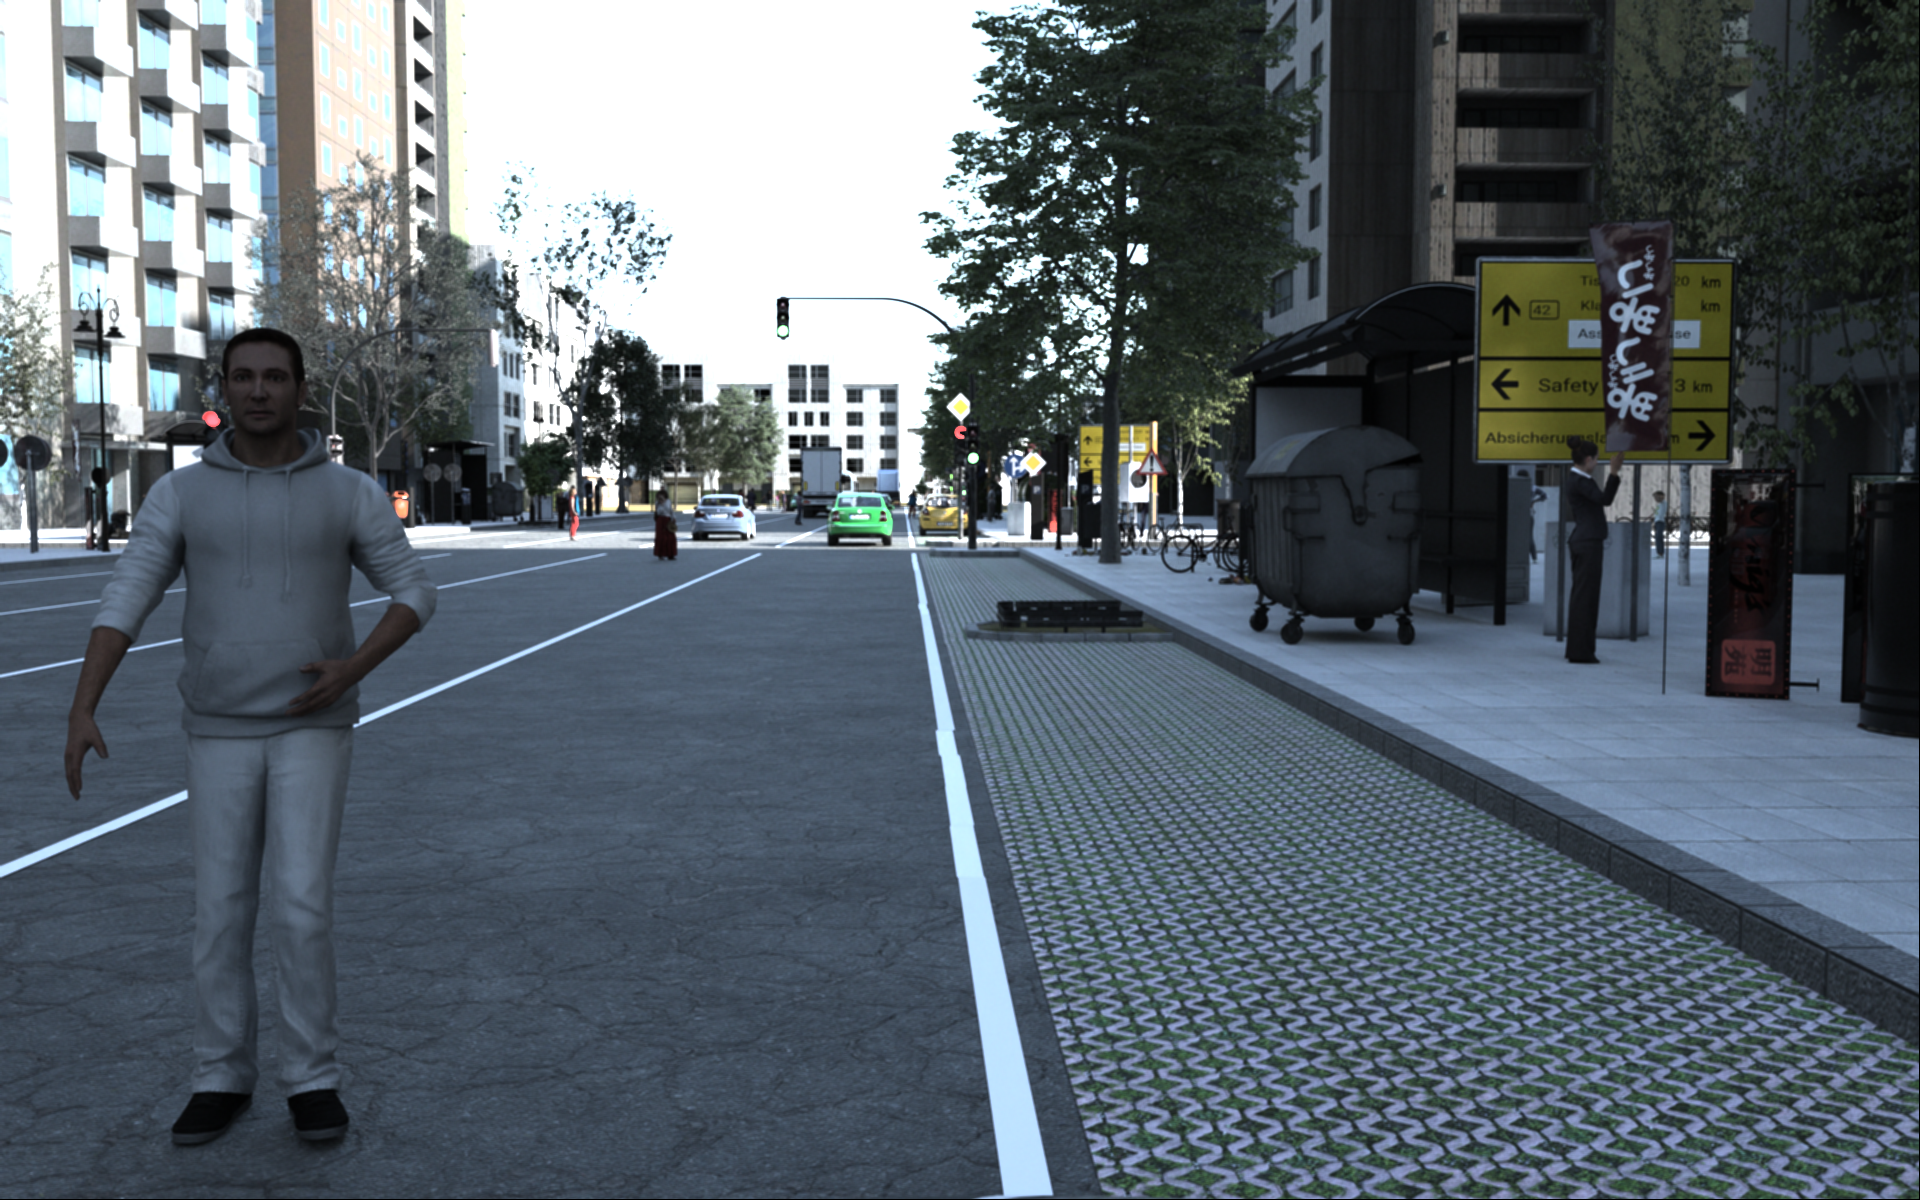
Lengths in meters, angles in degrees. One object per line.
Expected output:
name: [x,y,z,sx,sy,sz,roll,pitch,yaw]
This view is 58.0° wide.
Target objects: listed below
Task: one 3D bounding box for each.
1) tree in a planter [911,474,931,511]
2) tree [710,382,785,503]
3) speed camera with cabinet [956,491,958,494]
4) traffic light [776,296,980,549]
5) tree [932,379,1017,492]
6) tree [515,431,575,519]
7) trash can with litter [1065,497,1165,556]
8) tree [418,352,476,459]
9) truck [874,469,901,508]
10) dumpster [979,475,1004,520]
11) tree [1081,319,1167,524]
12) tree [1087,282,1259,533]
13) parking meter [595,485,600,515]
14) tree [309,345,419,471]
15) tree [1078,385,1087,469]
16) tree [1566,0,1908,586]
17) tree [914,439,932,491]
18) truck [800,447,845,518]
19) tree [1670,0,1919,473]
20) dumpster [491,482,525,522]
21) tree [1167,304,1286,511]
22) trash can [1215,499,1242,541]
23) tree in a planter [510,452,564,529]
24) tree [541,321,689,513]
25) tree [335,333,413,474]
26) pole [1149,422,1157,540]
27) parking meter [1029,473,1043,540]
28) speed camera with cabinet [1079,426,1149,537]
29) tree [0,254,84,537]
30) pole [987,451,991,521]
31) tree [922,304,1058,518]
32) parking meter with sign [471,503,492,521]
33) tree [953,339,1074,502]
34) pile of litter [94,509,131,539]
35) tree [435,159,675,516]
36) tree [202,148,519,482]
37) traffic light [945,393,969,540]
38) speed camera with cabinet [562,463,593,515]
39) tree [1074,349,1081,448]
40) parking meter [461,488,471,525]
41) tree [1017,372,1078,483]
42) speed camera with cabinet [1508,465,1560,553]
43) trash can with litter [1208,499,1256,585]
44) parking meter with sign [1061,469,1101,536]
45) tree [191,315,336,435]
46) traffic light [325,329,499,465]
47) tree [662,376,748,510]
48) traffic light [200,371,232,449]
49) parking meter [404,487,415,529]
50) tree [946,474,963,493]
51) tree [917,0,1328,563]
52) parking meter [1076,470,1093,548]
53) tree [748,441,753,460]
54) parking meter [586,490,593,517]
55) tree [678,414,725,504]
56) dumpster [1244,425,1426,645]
tree in a planter: [-3.328,-9.374,150.482,1.991,3.239,1.994,0,4,-2]
tree: [-24.328,-17.650,195.229,9.857,13.997,8.962,0,3,0]
speed camera with cabinet: [0.802,-6.719,104.186,2.038,3.252,0.660,0,4,-5]
traffic light: [-1.826,-3.993,39.953,4.771,5.953,1.251,0,4,-2]
tree: [1.415,-9.592,107.188,4.737,8.622,4.395,0,3,0]
tree: [-21.582,-6.523,90.372,4.285,4.588,4.351,0,3,0]
trash can with litter: [3.247,-1.553,36.446,2.233,1.210,1.678,0,4,-4]
tree: [-27.273,-8.502,89.371,4.737,8.622,4.395,0,3,0]
truck: [-7.612,-11.842,183.381,2.967,4.110,18.799,0,4,-3]
dumpster: [1.455,-5.178,87.155,1.502,2.255,1.985,0,4,-2]
tree: [7.698,-7.563,74.018,4.360,8.622,3.978,0,3,0]
tree: [7.500,-6.545,57.376,4.737,8.622,4.395,0,3,0]
parking meter: [-22.683,-6.278,108.350,0.255,1.863,0.399,-1,4,-23]
tree: [-29.263,-8.141,83.459,4.737,8.622,4.395,0,3,0]
tree: [8.733,-7.868,79.003,4.737,8.622,4.395,0,3,0]
tree: [10.174,-4.489,23.753,4.360,8.622,3.978,0,3,0]
tree: [-2.289,-14.864,193.386,4.737,8.622,4.395,0,3,0]
truck: [-8.595,-7.298,108.237,2.839,4.237,11.283,0,4,-4]
tree: [10.341,-4.201,19.048,4.737,8.622,4.395,0,3,0]
dumpster: [-21.205,-4.612,81.160,1.264,1.857,1.865,0,4,-2]
tree: [10.136,-6.939,63.818,4.360,8.622,3.978,0,3,0]
trash can: [7.431,-2.220,47.957,0.748,1.137,0.748,0,3,0]
tree in a planter: [-17.735,-4.620,72.764,1.991,3.239,1.994,0,4,-2]
tree: [-22.597,-12.119,115.149,9.611,12.733,9.660,0,3,0]
tree: [-26.611,-7.774,77.462,4.360,8.622,3.978,0,3,0]
pole: [5.435,-3.362,48.812,0.158,3.312,0.155,0,3,0]
parking meter: [2.114,-2.593,48.106,0.399,1.863,0.255,0,4,0]
speed camera with cabinet: [4.420,-3.389,49.742,2.038,3.252,0.660,-2,4,-27]
tree: [-27.925,-6.168,51.216,4.360,8.622,3.978,0,3,0]
pole: [1.373,-5.374,81.701,0.158,3.312,0.155,0,3,0]
tree: [1.789,-10.264,93.566,9.928,11.665,9.643,0,3,0]
parking meter with sign: [-23.454,-5.353,83.790,0.543,3.016,1.738,2,4,32]
tree: [2.108,-7.813,78.099,4.360,8.622,3.978,0,3,0]
pile of litter: [-24.099,-2.165,49.357,1.719,0.858,1.176,2,4,27]
tree: [-23.165,-14.909,99.648,12.611,20.169,13.585,0,3,0]
tree: [-20.724,-9.219,61.094,12.009,13.543,11.850,0,3,0]
traffic light: [-0.001,-3.622,48.144,0.839,4.253,0.868,0,4,-2]
speed camera with cabinet: [-23.983,-6.972,108.323,2.038,3.252,0.660,-3,4,-38]
tree: [6.870,-8.308,86.201,4.360,8.622,3.978,0,3,0]
parking meter: [-20.749,-3.936,72.768,0.372,1.533,0.369,0,3,0]
tree: [6.013,-9.286,102.183,4.737,8.622,4.395,0,3,0]
speed camera with cabinet: [13.164,-2.785,39.876,0.660,3.252,2.038,0,4,-7]
trash can with litter: [4.433,-0.863,25.163,1.678,1.210,2.233,2,4,31]
parking meter with sign: [3.956,-3.491,53.331,1.738,3.016,0.543,1,4,17]
tree: [-28.680,-7.357,70.644,4.360,8.622,3.978,0,3,0]
traffic light: [-15.104,-4.465,47.668,4.771,5.953,1.251,0,4,-2]
tree: [-22.105,-12.332,136.034,7.601,10.594,8.767,-2,4,-29]
traffic light: [-16.930,-3.099,39.584,0.839,4.253,0.868,0,4,-2]
parking meter: [-20.387,-3.409,64.154,0.372,1.533,0.369,0,3,0]
tree: [-0.312,-8.586,134.984,1.663,3.219,1.824,0,3,0]
tree: [3.153,-6.942,31.622,7.486,12.596,7.792,0,3,0]
parking meter: [2.955,-2.164,41.089,0.399,1.863,0.255,0,4,4]
tree: [-23.948,-14.275,167.816,8.767,10.594,7.601,0,4,6]
parking meter: [-20.981,-5.480,98.010,0.372,1.533,0.369,0,3,0]
tree: [-23.349,-12.592,156.243,4.360,8.622,3.978,0,3,0]
dumpster: [3.319,-0.591,15.421,1.264,1.857,1.865,0,4,-2]
